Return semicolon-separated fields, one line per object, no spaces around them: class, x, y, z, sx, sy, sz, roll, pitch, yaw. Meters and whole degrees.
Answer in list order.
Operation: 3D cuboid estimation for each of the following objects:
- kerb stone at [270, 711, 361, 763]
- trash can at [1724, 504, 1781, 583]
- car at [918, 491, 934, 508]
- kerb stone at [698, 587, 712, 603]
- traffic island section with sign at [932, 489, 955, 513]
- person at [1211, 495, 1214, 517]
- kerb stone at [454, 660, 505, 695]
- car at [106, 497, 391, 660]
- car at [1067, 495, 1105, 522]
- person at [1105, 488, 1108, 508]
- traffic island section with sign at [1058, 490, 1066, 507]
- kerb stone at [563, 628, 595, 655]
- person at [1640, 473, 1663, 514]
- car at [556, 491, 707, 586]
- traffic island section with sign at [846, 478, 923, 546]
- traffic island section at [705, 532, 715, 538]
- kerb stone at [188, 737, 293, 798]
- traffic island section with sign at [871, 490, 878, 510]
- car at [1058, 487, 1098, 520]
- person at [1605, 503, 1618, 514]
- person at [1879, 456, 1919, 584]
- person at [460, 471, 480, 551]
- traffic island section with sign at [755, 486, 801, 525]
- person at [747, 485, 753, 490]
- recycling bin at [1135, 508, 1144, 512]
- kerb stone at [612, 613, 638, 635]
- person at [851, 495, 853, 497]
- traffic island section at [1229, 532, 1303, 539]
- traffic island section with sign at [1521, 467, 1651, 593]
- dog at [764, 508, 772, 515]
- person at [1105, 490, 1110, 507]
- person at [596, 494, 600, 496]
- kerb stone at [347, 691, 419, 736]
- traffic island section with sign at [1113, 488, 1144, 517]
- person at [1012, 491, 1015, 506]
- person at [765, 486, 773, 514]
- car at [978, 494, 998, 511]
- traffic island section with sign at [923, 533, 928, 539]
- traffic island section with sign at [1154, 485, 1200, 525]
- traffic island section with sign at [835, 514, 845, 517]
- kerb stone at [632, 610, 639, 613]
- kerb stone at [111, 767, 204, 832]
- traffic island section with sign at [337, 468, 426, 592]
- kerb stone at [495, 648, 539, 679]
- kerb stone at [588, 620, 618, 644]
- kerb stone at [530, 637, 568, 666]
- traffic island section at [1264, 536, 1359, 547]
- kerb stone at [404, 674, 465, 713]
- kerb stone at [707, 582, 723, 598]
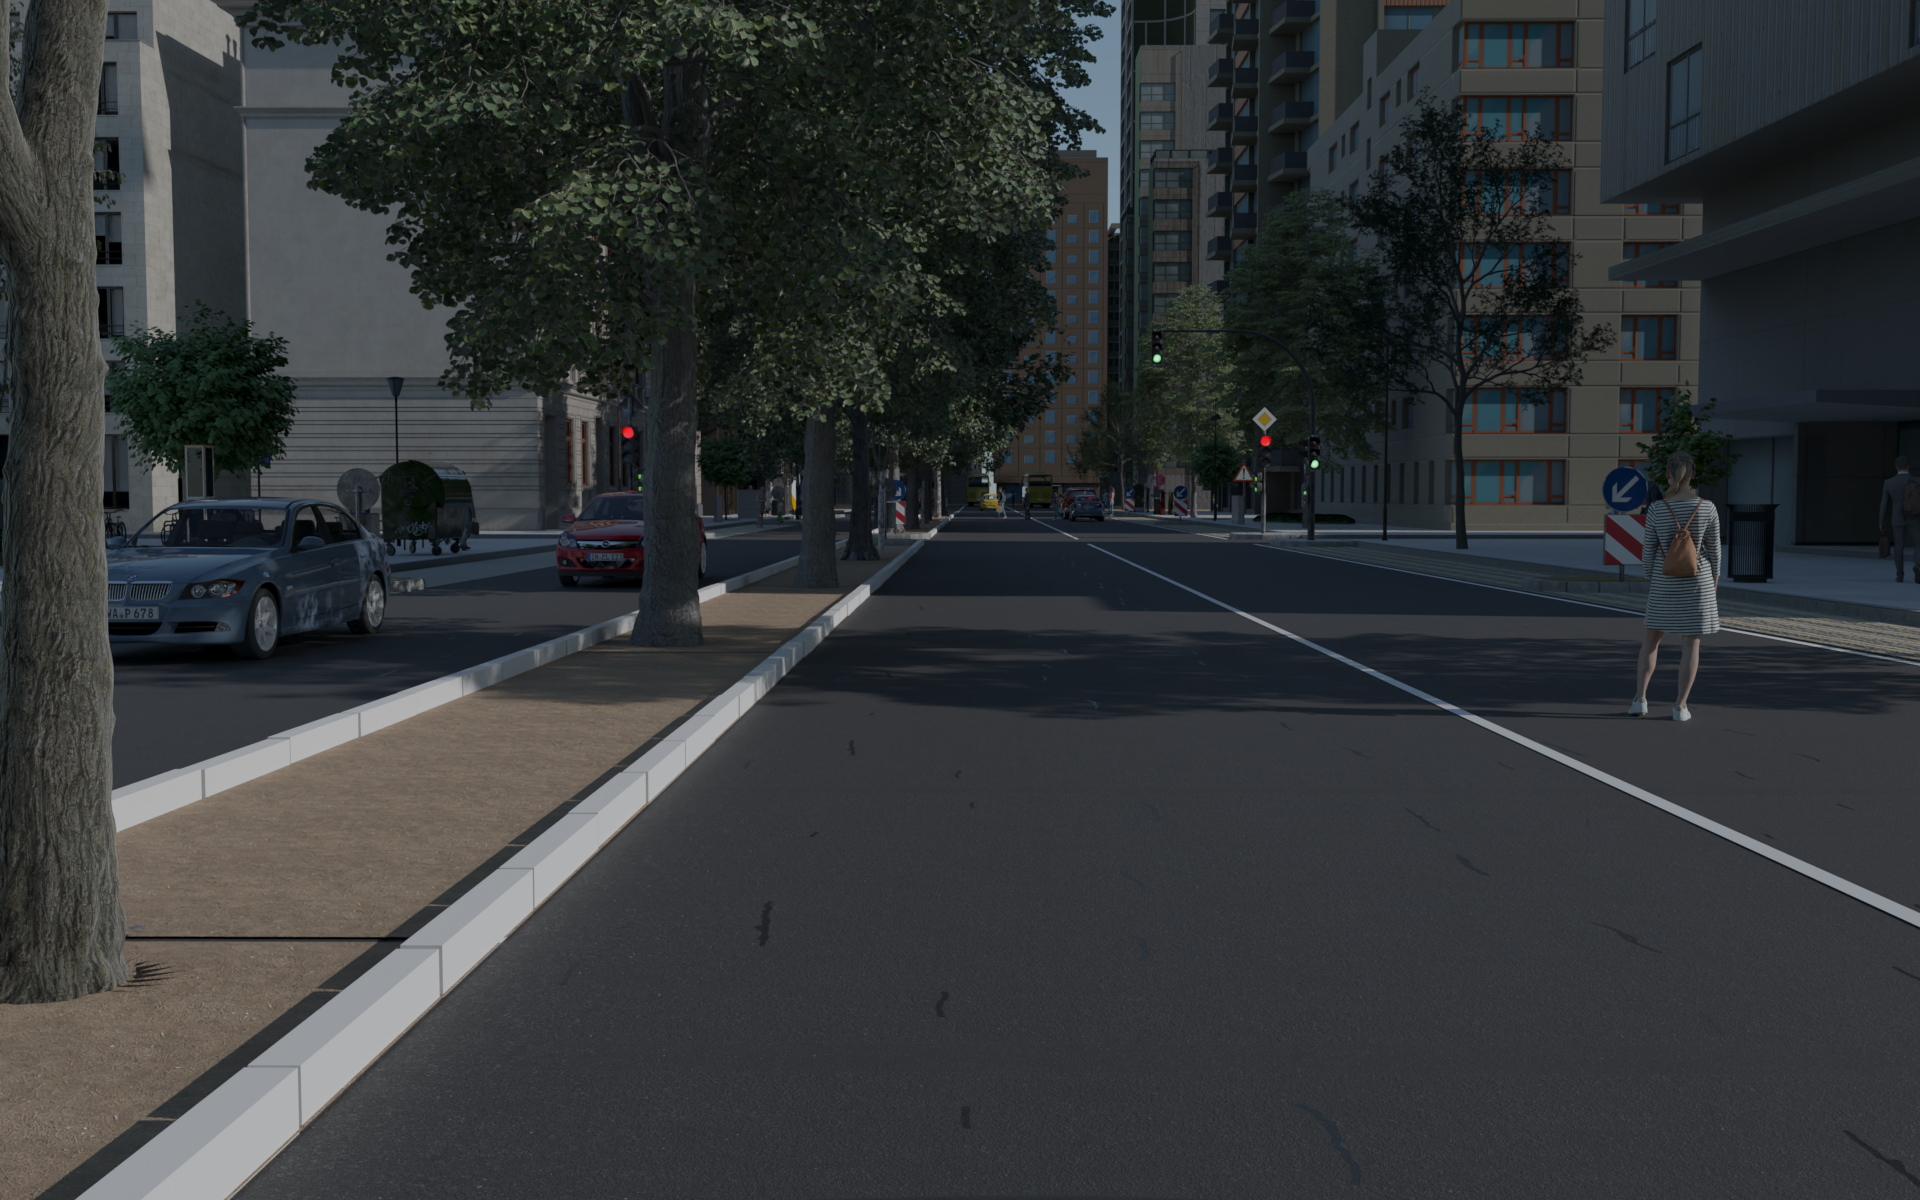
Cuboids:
kerb stone;-3.586;0.768;9.635;0.120;0.150;1.000;0;4;1
trash can;11.491;-0.826;25.159;0.748;1.137;0.748;0;3;0
car;-3.711;-10.666;183.064;2.281;1.827;5.304;0;4;2
kerb stone;-3.453;-0.043;22.946;0.120;0.150;1.000;0;4;1
traffic island section with sign;-1.282;-7.515;131.007;2.006;1.907;1.989;0;4;1
person;14.402;-5.338;98.000;0.332;1.250;0.352;-1;4;-23
kerb stone;-3.554;0.581;12.702;0.120;0.150;1.000;0;4;1
car;-6.868;-0.276;16.519;2.014;1.417;4.499;0;4;0
car;6.711;-4.875;91.712;2.014;1.417;4.499;0;4;2
person;13.644;-9.518;161.684;0.705;1.821;1.348;0;4;-3
traffic island section with sign;11.172;-10.791;185.059;1.989;1.847;2.006;0;4;1
kerb stone;-3.520;0.395;15.774;0.120;0.150;1.000;0;4;1
person;12.825;-1.572;32.171;0.534;1.772;0.576;-1;4;-22
car;-5.310;-1.179;28.321;2.155;1.783;4.494;0;4;1
traffic island section with sign;-2.130;-2.467;48.466;2.006;1.907;1.989;0;4;1
traffic island section;-9.100;-2.080;56.289;2.009;0.180;2.903;0;4;1
kerb stone;-3.590;0.838;8.614;0.120;0.150;1.000;0;4;1
traffic island section with sign;-7.723;-9.144;158.126;1.989;1.847;2.006;0;4;1
car;6.776;-5.480;98.271;2.281;1.827;5.304;0;4;-1
person;11.797;-1.234;31.239;0.382;1.210;0.505;2;4;32
person;13.622;-1.161;24.984;0.622;1.834;0.822;2;4;24
person;-11.240;-2.027;39.291;0.694;1.812;0.767;1;4;16
traffic island section with sign;-8.505;-4.440;81.217;1.989;1.847;2.006;0;4;1
person;-11.395;-5.375;94.510;0.593;1.750;0.643;0;4;5
recycling bin;12.841;-6.806;123.839;0.722;1.027;0.722;0;4;6
kerb stone;-3.498;0.268;17.827;0.120;0.150;1.000;0;4;1
person;-12.063;-11.776;199.302;1.217;1.735;0.721;3;5;39
traffic island section;9.840;-2.068;56.090;2.009;0.180;2.903;0;4;1
traffic island section with sign;9.545;-1.057;25.905;1.989;1.847;2.006;0;4;1
dog;-11.022;-5.030;99.072;0.540;0.507;0.406;-1;4;-10
person;13.876;-9.553;163.705;0.593;1.643;0.415;0;4;-1
person;-13.128;-3.223;63.014;0.475;1.303;0.640;-1;4;-14
kerb stone;-3.569;0.706;10.659;0.120;0.150;1.000;0;4;1
traffic island section with sign;10.378;-6.069;107.854;1.989;1.847;2.006;0;4;1
person;6.225;-11.787;201.156;0.705;1.831;1.348;-1;4;-9
person;-12.363;-6.439;111.675;0.694;1.780;0.624;-2;4;-32
car;2.535;-8.252;145.142;2.015;1.641;3.980;0;4;-1
traffic island section with sign;-2.044;-2.920;55.873;2.006;1.907;1.989;0;4;1
traffic island section with sign;10.089;-4.410;80.728;1.989;1.847;2.006;0;4;1
traffic island section with sign;-8.236;-6.088;108.171;1.989;1.847;2.006;0;4;1
kerb stone;-3.487;0.204;18.856;0.120;0.150;1.000;0;4;1
kerb stone;-3.604;0.894;7.581;0.120;0.150;1.000;0;4;1
traffic island section with sign;-9.085;-1.045;25.713;1.989;1.847;2.006;0;4;1
kerb stone;-3.547;0.519;13.724;0.120;0.150;1.000;0;4;1
kerb stone;-3.510;0.330;16.803;0.120;0.150;1.000;0;4;1
kerb stone;-3.535;0.457;14.746;0.120;0.150;1.000;0;4;1
traffic island section;9.758;-1.579;48.105;2.009;0.180;2.903;0;4;1
kerb stone;-3.566;0.643;11.680;0.120;0.150;1.000;0;4;1
kerb stone;-3.444;-0.108;23.968;0.120;0.150;1.000;0;4;1
